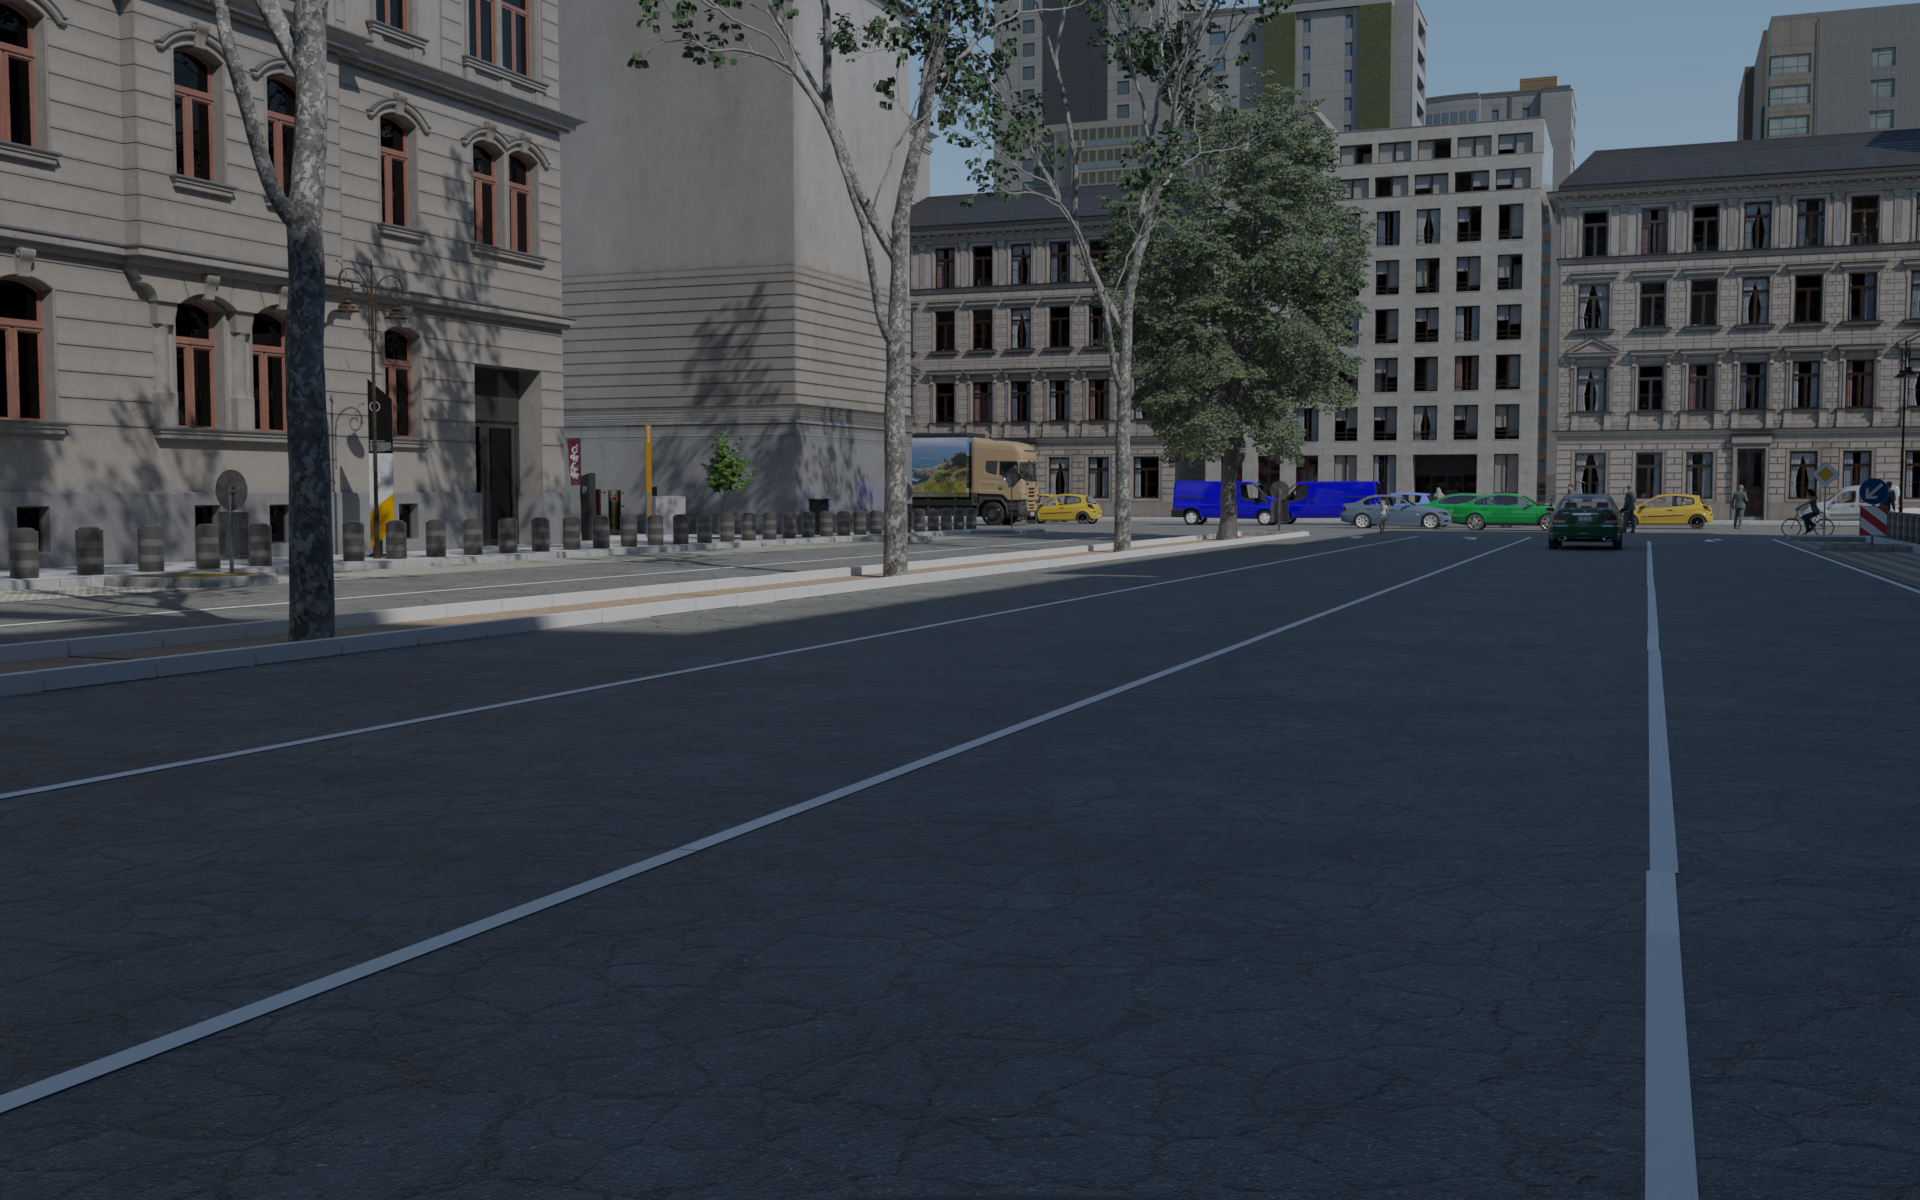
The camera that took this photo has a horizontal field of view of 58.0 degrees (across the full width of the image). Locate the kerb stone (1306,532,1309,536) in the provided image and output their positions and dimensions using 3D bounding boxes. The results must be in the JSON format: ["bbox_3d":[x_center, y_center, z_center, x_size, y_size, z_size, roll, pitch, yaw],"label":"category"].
[{"bbox_3d":[11.729,-2.243,58.984,0.120,0.150,1.000,1,4,22],"label":"kerb stone"}]

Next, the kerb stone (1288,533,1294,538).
[{"bbox_3d":[10.592,-2.074,56.111,0.120,0.150,1.000,1,4,22],"label":"kerb stone"}]

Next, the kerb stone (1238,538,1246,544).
[{"bbox_3d":[7.930,-1.665,49.412,0.120,0.150,1.000,1,4,22],"label":"kerb stone"}]

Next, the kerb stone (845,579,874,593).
[{"bbox_3d":[-1.562,-0.201,25.486,0.120,0.150,1.000,1,4,22],"label":"kerb stone"}]

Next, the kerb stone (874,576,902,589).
[{"bbox_3d":[-1.186,-0.260,26.441,0.120,0.150,1.000,1,4,22],"label":"kerb stone"}]

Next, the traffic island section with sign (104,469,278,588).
[{"bbox_3d":[-11.934,-1.138,27.242,1.989,1.847,2.006,1,4,22],"label":"traffic island section with sign"}]

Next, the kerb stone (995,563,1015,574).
[{"bbox_3d":[0.716,-0.552,31.223,0.120,0.150,1.000,1,4,22],"label":"kerb stone"}]

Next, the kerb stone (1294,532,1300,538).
[{"bbox_3d":[10.964,-2.133,57.068,0.120,0.150,1.000,1,4,22],"label":"kerb stone"}]

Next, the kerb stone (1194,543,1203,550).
[{"bbox_3d":[6.024,-1.372,44.625,0.120,0.150,1.000,1,4,22],"label":"kerb stone"}]

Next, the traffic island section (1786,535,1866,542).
[{"bbox_3d":[26.529,-1.888,53.147,2.009,0.180,2.903,1,4,22],"label":"traffic island section"}]

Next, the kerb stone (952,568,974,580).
[{"bbox_3d":[-0.041,-0.435,29.313,0.120,0.150,1.000,1,4,22],"label":"kerb stone"}]

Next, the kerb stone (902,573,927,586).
[{"bbox_3d":[-0.803,-0.319,27.404,0.120,0.150,1.000,1,4,22],"label":"kerb stone"}]

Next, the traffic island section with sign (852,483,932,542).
[{"bbox_3d":[-1.947,-2.678,52.411,1.989,1.847,2.006,1,4,22],"label":"traffic island section with sign"}]

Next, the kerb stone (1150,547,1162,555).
[{"bbox_3d":[4.513,-1.138,40.798,0.120,0.150,1.000,1,4,22],"label":"kerb stone"}]

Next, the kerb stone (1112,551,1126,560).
[{"bbox_3d":[3.374,-0.959,37.919,0.120,0.150,1.000,1,4,22],"label":"kerb stone"}]

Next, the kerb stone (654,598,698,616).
[{"bbox_3d":[-3.472,0.092,20.694,0.120,0.150,1.000,1,4,22],"label":"kerb stone"}]

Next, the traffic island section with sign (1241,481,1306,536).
[{"bbox_3d":[10.869,-3.148,59.598,2.006,1.907,1.989,1,4,22],"label":"traffic island section with sign"}]

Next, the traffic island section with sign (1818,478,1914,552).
[{"bbox_3d":[22.762,-2.137,43.567,1.989,1.847,2.006,1,4,22],"label":"traffic island section with sign"}]

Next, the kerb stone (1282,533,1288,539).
[{"bbox_3d":[10.211,-2.016,55.158,0.120,0.150,1.000,1,4,22],"label":"kerb stone"}]

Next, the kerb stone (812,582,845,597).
[{"bbox_3d":[-1.940,-0.142,24.532,0.120,0.150,1.000,1,4,22],"label":"kerb stone"}]

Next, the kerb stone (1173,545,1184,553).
[{"bbox_3d":[5.271,-1.253,42.715,0.120,0.150,1.000,1,4,22],"label":"kerb stone"}]

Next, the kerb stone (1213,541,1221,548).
[{"bbox_3d":[6.786,-1.486,46.545,0.120,0.150,1.000,1,4,22],"label":"kerb stone"}]

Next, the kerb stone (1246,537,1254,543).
[{"bbox_3d":[8.308,-1.723,50.370,0.120,0.150,1.000,1,4,22],"label":"kerb stone"}]

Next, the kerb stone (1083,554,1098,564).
[{"bbox_3d":[2.612,-0.845,36.005,0.120,0.150,1.000,1,4,22],"label":"kerb stone"}]

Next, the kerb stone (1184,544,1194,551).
[{"bbox_3d":[5.654,-1.313,43.668,0.120,0.150,1.000,1,4,22],"label":"kerb stone"}]

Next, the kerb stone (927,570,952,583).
[{"bbox_3d":[-0.416,-0.377,28.356,0.120,0.150,1.000,1,4,22],"label":"kerb stone"}]

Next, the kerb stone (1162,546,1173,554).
[{"bbox_3d":[4.889,-1.196,41.755,0.120,0.150,1.000,1,4,22],"label":"kerb stone"}]

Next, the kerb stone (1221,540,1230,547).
[{"bbox_3d":[7.175,-1.547,47.495,0.120,0.150,1.000,1,4,22],"label":"kerb stone"}]

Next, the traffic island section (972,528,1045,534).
[{"bbox_3d":[1.854,-2.485,62.906,2.009,0.180,2.903,1,4,22],"label":"traffic island section"}]

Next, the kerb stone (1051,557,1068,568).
[{"bbox_3d":[1.859,-0.721,34.095,0.120,0.150,1.000,1,4,22],"label":"kerb stone"}]

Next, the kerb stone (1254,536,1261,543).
[{"bbox_3d":[8.696,-1.782,51.332,0.120,0.150,1.000,1,4,22],"label":"kerb stone"}]

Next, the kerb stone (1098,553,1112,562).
[{"bbox_3d":[2.983,-0.901,36.969,0.120,0.150,1.000,1,4,22],"label":"kerb stone"}]

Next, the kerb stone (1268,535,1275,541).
[{"bbox_3d":[9.453,-1.899,53.247,0.120,0.150,1.000,1,4,22],"label":"kerb stone"}]

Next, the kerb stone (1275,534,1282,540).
[{"bbox_3d":[9.836,-1.958,54.202,0.120,0.150,1.000,1,4,22],"label":"kerb stone"}]

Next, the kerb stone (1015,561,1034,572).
[{"bbox_3d":[1.100,-0.607,32.176,0.120,0.150,1.000,1,4,22],"label":"kerb stone"}]

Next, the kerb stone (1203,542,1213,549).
[{"bbox_3d":[6.410,-1.431,45.589,0.120,0.150,1.000,1,4,22],"label":"kerb stone"}]

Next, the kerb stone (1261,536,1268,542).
[{"bbox_3d":[9.075,-1.839,52.286,0.120,0.150,1.000,1,4,22],"label":"kerb stone"}]

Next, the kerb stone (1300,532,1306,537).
[{"bbox_3d":[11.343,-2.191,58.024,0.120,0.150,1.000,1,4,22],"label":"kerb stone"}]

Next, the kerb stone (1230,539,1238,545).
[{"bbox_3d":[7.550,-1.606,48.458,0.120,0.150,1.000,1,4,22],"label":"kerb stone"}]

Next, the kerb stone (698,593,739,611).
[{"bbox_3d":[-3.088,0.035,21.647,0.120,0.150,1.000,1,4,22],"label":"kerb stone"}]

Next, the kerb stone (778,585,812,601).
[{"bbox_3d":[-2.324,-0.083,23.579,0.120,0.150,1.000,1,4,22],"label":"kerb stone"}]

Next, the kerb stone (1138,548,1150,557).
[{"bbox_3d":[4.130,-1.079,39.838,0.120,0.150,1.000,1,4,22],"label":"kerb stone"}]

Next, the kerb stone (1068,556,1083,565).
[{"bbox_3d":[2.236,-0.785,35.049,0.120,0.150,1.000,1,4,22],"label":"kerb stone"}]

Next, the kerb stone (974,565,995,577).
[{"bbox_3d":[0.336,-0.491,30.270,0.120,0.150,1.000,1,4,22],"label":"kerb stone"}]

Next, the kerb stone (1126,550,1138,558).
[{"bbox_3d":[3.749,-1.020,38.880,0.120,0.150,1.000,1,4,22],"label":"kerb stone"}]

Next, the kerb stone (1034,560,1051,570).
[{"bbox_3d":[1.475,-0.670,33.143,0.120,0.150,1.000,1,4,22],"label":"kerb stone"}]

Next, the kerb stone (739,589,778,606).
[{"bbox_3d":[-2.700,-0.025,22.604,0.120,0.150,1.000,1,4,22],"label":"kerb stone"}]
